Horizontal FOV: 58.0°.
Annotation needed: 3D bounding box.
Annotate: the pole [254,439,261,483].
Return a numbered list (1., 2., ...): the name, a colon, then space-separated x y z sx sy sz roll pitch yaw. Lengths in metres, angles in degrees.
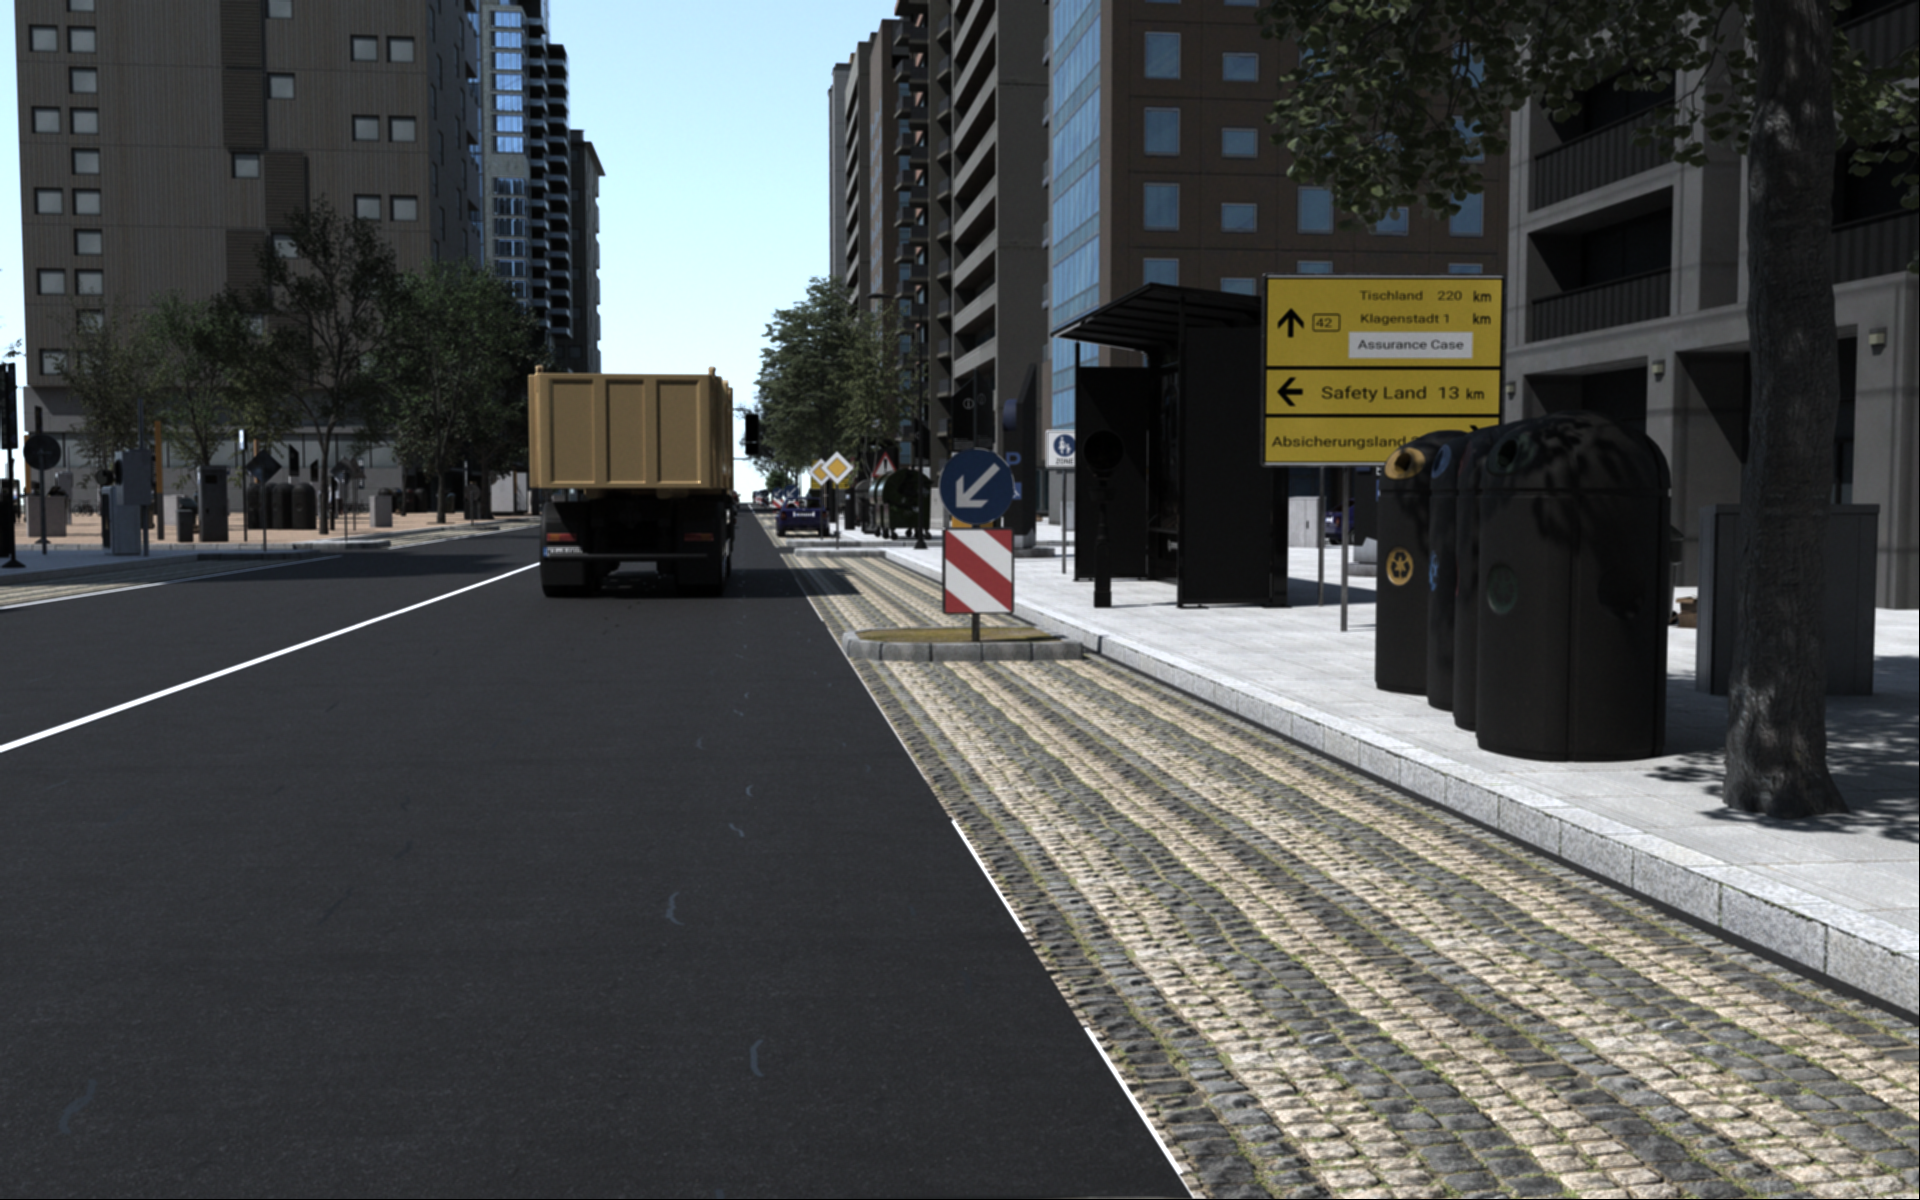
1. pole: -26.212 -4.331 64.651 0.158 3.312 0.155 0 3 0

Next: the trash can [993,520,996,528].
1. trash can: 0.541 -1.768 40.554 0.748 1.137 0.748 0 3 0

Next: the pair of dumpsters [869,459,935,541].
1. pair of dumpsters: -1.668 -2.892 49.779 1.574 2.255 4.437 0 4 -7

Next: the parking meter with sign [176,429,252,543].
1. parking meter with sign: -20.006 -3.061 46.302 1.738 3.016 0.543 -2 4 -34

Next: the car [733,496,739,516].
1. car: -15.684 -6.302 115.039 2.014 1.417 4.499 0 4 -7

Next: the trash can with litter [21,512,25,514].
1. trash can with litter: -61.439 -6.208 112.554 1.678 1.210 2.233 -3 5 -41

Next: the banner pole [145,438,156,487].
1. banner pole: -36.323 -5.372 77.854 0.401 3.779 0.863 3 5 41

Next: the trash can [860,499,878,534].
1. trash can: -2.873 -2.702 55.825 0.748 1.137 0.748 0 3 0

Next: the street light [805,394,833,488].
1. street light: -6.519 -6.609 80.598 1.470 5.913 1.316 0 4 -7

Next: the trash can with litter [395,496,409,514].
1. trash can with litter: -35.425 -6.021 109.835 0.624 1.170 1.055 0 4 3

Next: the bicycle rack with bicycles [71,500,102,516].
1. bicycle rack with bicycles: -51.079 -5.335 100.608 2.852 0.926 2.925 -3 5 -44

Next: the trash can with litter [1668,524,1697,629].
1. trash can with litter: 6.965 -0.335 16.868 0.624 1.170 1.055 -3 5 -41

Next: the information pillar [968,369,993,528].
1. information pillar: 0.429 -2.522 32.587 0.183 3.616 0.504 3 5 42

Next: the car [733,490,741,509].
1. car: -22.938 -9.983 171.888 2.281 1.827 5.304 0 4 -6

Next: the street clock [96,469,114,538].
1. street clock: -25.071 -2.828 50.814 0.471 2.002 0.358 1 4 20

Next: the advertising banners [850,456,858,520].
1. advertising banners: -4.651 -5.129 80.053 0.090 3.025 2.074 -2 4 -26

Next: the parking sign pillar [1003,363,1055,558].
1. parking sign pillar: 1.217 -2.857 35.184 1.447 3.967 1.447 1 4 14

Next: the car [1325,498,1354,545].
1. car: 11.411 -1.985 45.034 3.894 1.354 1.945 0 4 -5

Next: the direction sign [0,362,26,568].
1. direction sign: -16.547 -2.335 30.171 0.379 3.537 0.876 -3 5 -44

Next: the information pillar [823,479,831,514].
1. information pillar: -6.433 -4.861 83.974 0.304 2.012 0.304 -1 4 -22

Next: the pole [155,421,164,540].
1. pole: -22.356 -3.335 48.364 0.158 3.312 0.155 0 3 0

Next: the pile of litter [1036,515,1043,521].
1. pile of litter: 3.348 -4.093 80.893 1.719 0.858 1.176 -1 4 -20

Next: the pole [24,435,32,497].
1. pole: -32.108 -4.027 59.682 0.158 3.312 0.155 0 3 0

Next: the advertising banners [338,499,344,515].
1. advertising banners: -37.364 -6.625 104.505 0.090 3.025 2.074 0 4 -4

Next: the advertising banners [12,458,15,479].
1. advertising banners: -46.374 -5.381 84.167 0.090 3.025 2.074 0 4 -4

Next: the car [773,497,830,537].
1. car: -5.342 -2.813 58.572 1.945 1.354 3.894 0 4 -7

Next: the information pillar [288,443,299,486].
1. information pillar: -30.886 -5.441 80.320 0.183 3.616 0.504 3 4 37

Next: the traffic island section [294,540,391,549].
1. traffic island section: -16.514 -1.484 46.537 2.009 0.180 2.903 0 4 -7

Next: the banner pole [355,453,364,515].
1. banner pole: -36.625 -7.068 105.580 0.863 3.779 0.401 2 4 26

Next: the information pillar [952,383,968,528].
1. information pillar: 0.090 -2.629 34.331 0.504 3.616 0.183 -1 4 -9

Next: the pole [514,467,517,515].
1. pole: -27.257 -6.872 106.202 0.158 3.312 0.155 0 3 0

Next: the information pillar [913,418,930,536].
1. information pillar: -1.156 -3.751 52.687 0.504 3.616 0.183 0 4 7

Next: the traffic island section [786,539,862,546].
1. traffic island section: -3.822 -1.581 48.128 2.009 0.180 2.903 0 4 -7

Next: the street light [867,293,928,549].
1. street light: -1.456 -4.141 40.251 1.470 5.913 1.316 0 4 -7

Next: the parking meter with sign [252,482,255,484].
1. parking meter with sign: -45.809 -7.085 112.098 0.543 3.016 1.738 -2 4 -23

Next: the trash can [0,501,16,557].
1. trash can: -19.578 -1.438 35.166 0.748 1.137 0.748 0 3 0

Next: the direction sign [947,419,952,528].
1. direction sign: -0.225 -3.701 52.500 0.379 3.537 0.876 1 4 20

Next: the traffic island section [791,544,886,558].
1. traffic island section: -2.822 -1.096 40.205 2.009 0.180 2.903 0 4 -7

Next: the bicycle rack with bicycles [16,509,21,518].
1. bicycle rack with bicycles: -51.202 -4.835 92.441 2.852 0.926 2.925 -1 4 -16

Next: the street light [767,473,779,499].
1. street light: -21.397 -13.833 198.707 1.470 5.913 1.316 0 4 -7

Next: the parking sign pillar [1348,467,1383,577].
1. parking sign pillar: 6.808 -2.366 27.162 1.447 3.967 1.447 -2 4 -32

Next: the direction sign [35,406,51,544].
1. direction sign: -23.826 -3.235 44.883 0.379 3.537 0.876 -1 4 -19

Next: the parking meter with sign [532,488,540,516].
1. parking meter with sign: -25.568 -6.607 104.289 0.543 3.016 1.738 -1 4 -12

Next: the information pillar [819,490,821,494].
1. information pillar: -9.814 -7.041 119.617 0.304 2.012 0.304 3 5 40

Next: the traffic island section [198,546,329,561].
1. traffic island section: -15.514 -0.999 38.615 2.009 0.180 2.903 0 4 -7

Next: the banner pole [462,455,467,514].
1. banner pole: -31.918 -7.447 111.779 0.401 3.779 0.863 -2 4 -34

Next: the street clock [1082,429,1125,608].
1. street clock: 1.615 -0.917 19.556 0.471 2.002 0.358 0 4 1

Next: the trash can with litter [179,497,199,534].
1. trash can with litter: -25.046 -2.760 56.518 1.055 1.170 0.624 3 5 45

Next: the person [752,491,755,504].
1. person: -28.961 -14.352 243.085 0.705 1.831 1.348 0 4 7
